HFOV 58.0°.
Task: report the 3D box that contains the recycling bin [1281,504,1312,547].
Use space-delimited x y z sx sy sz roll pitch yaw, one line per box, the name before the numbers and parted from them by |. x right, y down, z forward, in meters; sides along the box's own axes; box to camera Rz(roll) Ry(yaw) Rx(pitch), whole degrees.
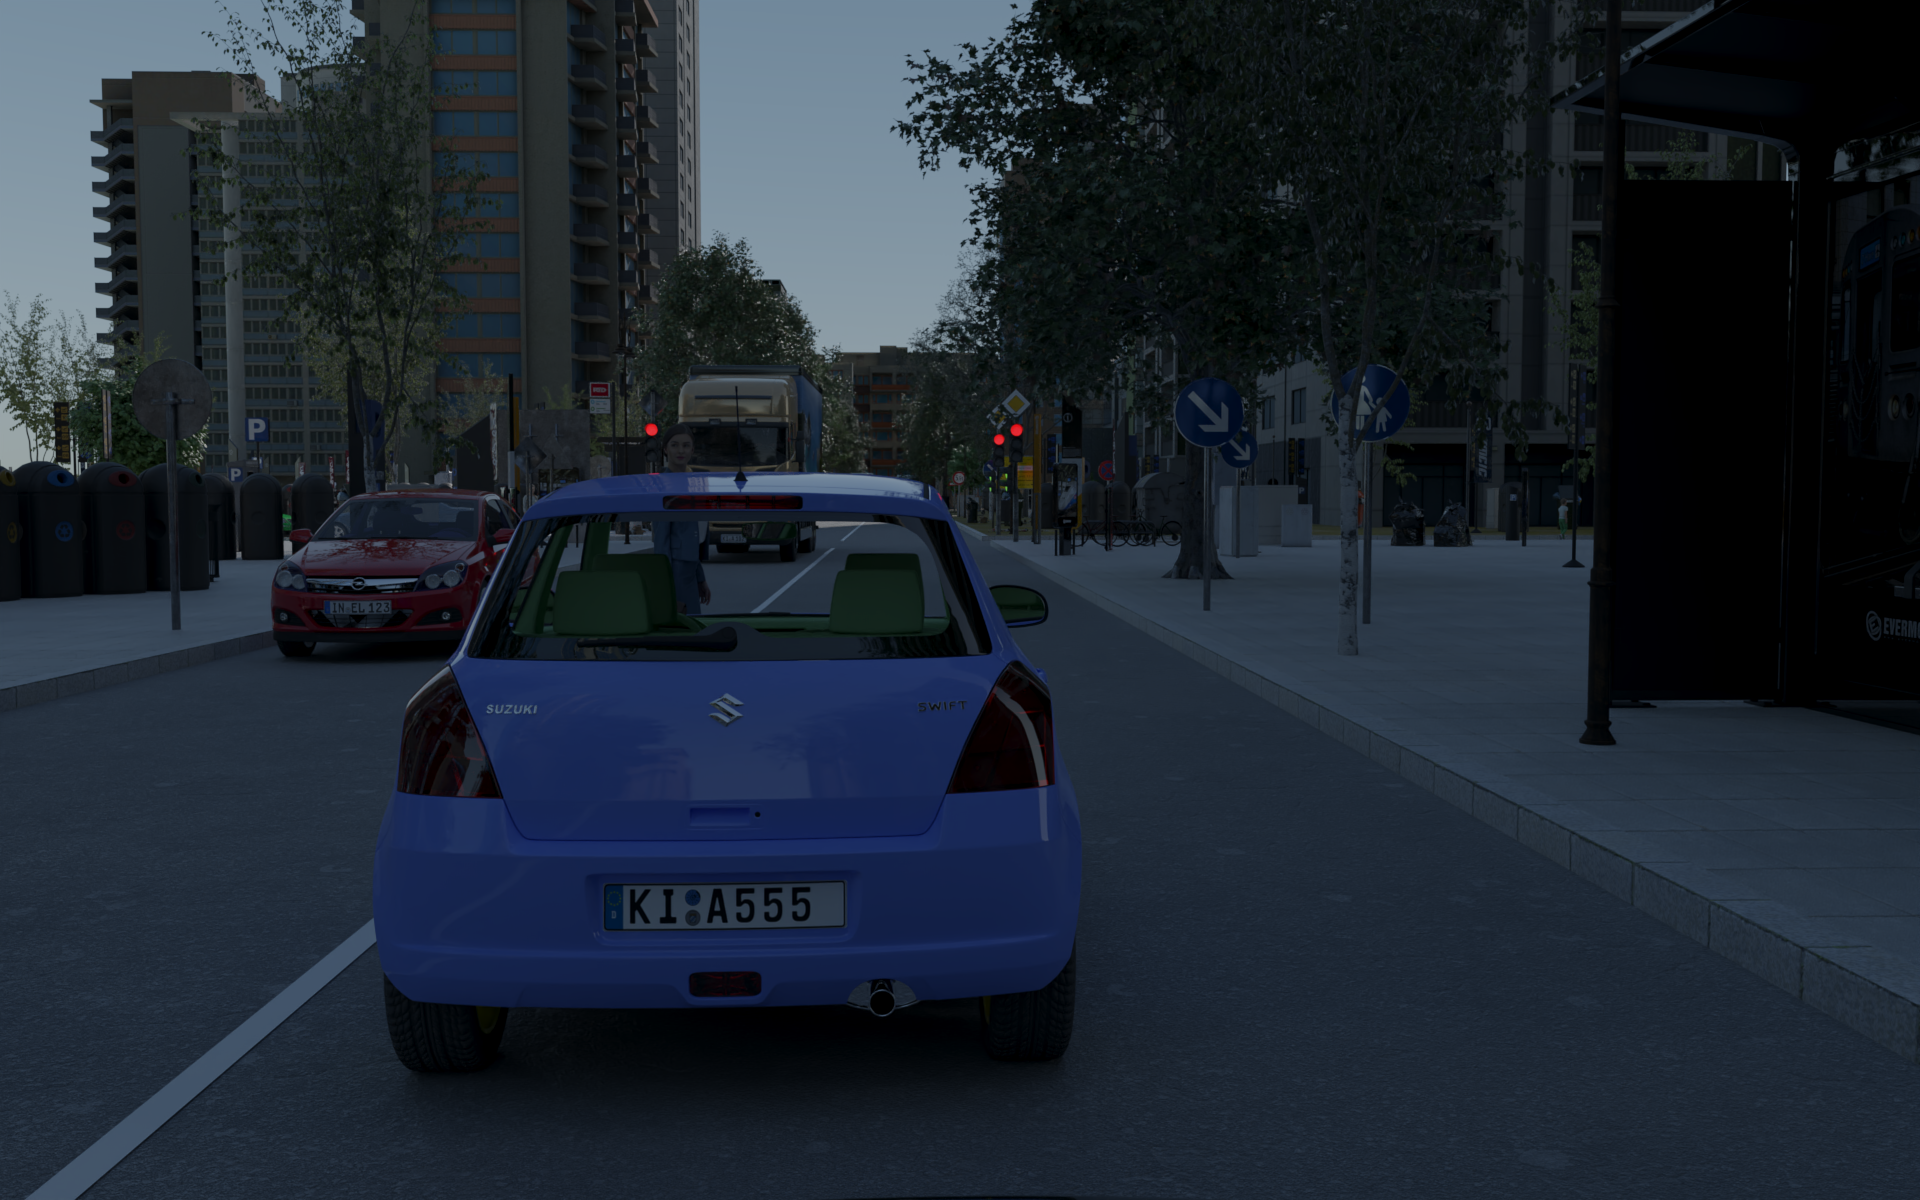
recycling bin | 8.185 -1.806 42.082 0.722 1.027 0.722 1 4 11

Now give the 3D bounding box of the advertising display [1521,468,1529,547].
advertising display | 13.920 -2.291 42.669 0.123 1.923 0.974 1 4 20

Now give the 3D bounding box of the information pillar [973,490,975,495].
information pillar | 1.003 -8.374 128.276 0.183 3.616 0.504 2 4 28

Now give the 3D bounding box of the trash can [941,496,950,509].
trash can | -1.055 -6.820 123.161 0.748 1.137 0.748 0 3 0

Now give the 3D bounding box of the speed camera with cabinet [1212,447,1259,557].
speed camera with cabinet | 5.707 -2.568 36.323 0.660 3.252 2.038 0 4 -8

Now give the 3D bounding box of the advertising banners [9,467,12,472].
advertising banners | -61.274 -7.038 111.263 2.074 3.025 0.090 3 5 40

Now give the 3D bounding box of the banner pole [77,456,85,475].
banner pole | -57.929 -7.596 114.217 0.401 3.779 0.863 1 4 15

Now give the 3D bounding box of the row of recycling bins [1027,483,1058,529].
row of recycling bins | 4.371 -3.432 63.230 3.534 1.692 1.069 2 4 29

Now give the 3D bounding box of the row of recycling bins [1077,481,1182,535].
row of recycling bins | 5.470 -2.943 55.231 3.534 1.692 1.069 -1 4 -20

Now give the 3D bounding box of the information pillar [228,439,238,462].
information pillar | -30.877 -5.033 73.649 0.504 3.616 0.183 2 4 25

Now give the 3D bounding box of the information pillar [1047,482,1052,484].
information pillar | 5.538 -6.246 106.618 0.304 2.012 0.304 1 4 20

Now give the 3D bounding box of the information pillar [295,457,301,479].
information pillar | -41.501 -7.175 108.669 0.504 3.616 0.183 2 4 35

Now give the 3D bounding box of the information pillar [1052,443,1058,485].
information pillar | 4.440 -5.440 80.296 0.183 3.616 0.504 -2 4 -27

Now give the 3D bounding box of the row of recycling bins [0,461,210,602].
row of recycling bins | -11.191 -0.907 21.949 1.069 1.692 3.534 2 4 28

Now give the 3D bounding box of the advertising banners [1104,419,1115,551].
advertising banners | 3.449 -2.657 39.631 0.090 3.025 2.074 1 4 10

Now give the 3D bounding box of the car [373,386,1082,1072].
car | -0.635 0.242 5.638 1.945 1.707 3.694 0 4 -4

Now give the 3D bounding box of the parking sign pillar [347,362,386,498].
parking sign pillar | -12.335 -2.910 36.044 1.447 3.967 1.447 0 4 -4

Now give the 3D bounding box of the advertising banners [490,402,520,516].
advertising banners | -8.561 -2.223 32.540 0.090 3.025 2.074 -2 4 -27

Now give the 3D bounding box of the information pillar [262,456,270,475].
information pillar | -42.873 -7.076 107.054 0.504 3.616 0.183 1 4 8

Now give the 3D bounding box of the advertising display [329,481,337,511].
advertising display | -31.873 -5.039 87.605 0.123 1.923 0.974 1 4 20

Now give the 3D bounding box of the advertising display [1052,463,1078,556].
advertising display | 2.200 -1.896 36.205 0.123 1.923 0.974 2 4 29

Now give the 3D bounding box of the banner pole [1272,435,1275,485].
banner pole | 13.335 -5.120 73.732 0.401 3.779 0.863 1 4 9

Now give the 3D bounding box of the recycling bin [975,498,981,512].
recycling bin | 1.113 -7.022 127.363 0.722 1.027 0.722 1 4 13

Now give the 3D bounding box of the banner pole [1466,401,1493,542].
banner pole | 13.945 -3.469 46.733 0.863 3.779 0.401 1 4 11

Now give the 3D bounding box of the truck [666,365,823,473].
truck | -4.712 -3.126 40.026 2.839 4.237 11.283 0 4 -1

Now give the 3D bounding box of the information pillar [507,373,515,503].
information pillar | -8.764 -2.598 33.831 0.183 3.616 0.504 -1 4 -19

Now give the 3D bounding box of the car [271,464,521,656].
car | -5.200 -0.467 16.679 2.155 1.783 4.494 0 4 -4

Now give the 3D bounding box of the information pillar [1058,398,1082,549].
information pillar | 2.597 -3.002 40.435 0.504 3.616 0.183 0 4 7

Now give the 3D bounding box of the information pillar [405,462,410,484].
information pillar | -40.877 -8.364 128.104 0.504 3.616 0.183 3 5 40

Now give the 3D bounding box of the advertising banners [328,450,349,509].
advertising banners | -24.415 -4.401 68.143 0.090 3.025 2.074 1 4 10

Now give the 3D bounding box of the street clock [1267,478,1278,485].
street clock | 14.160 -4.521 78.493 0.471 2.002 0.358 0 4 -2

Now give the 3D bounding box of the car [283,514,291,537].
car | -21.402 -2.498 49.643 4.718 1.807 1.959 0 4 -4

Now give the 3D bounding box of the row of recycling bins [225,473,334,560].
row of recycling bins | -14.099 -1.639 33.918 3.534 1.692 1.069 -1 4 -12

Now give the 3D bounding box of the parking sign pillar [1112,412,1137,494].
parking sign pillar | 5.450 -4.224 57.529 1.447 3.967 1.447 -1 4 -13

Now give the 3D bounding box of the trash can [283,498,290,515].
trash can | -24.695 -3.133 62.870 0.748 1.137 0.748 0 3 0

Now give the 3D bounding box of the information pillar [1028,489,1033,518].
information pillar | 3.847 -5.379 92.443 0.304 2.012 0.304 -3 5 -41

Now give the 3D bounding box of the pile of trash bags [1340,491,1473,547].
pile of trash bags | 11.153 -2.056 43.375 3.447 1.369 1.912 3 4 36

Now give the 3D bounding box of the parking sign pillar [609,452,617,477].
parking sign pillar | -20.418 -6.949 102.093 1.447 3.967 1.447 -3 5 -41

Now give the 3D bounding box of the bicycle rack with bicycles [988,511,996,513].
bicycle rack with bicycles | 3.216 -6.260 115.734 2.852 0.926 2.925 1 4 22

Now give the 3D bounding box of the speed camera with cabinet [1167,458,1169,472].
speed camera with cabinet | 11.340 -6.174 95.286 0.660 3.252 2.038 2 4 31

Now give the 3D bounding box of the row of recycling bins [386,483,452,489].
row of recycling bins | -19.857 -3.429 63.180 3.534 1.692 1.069 1 4 22

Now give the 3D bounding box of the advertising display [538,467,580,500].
advertising display | -9.556 -2.206 41.283 0.974 1.923 0.123 -2 4 -26

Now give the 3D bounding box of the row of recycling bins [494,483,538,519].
row of recycling bins | -15.551 -3.278 60.716 3.534 1.692 1.069 1 4 13

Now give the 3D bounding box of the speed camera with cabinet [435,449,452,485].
speed camera with cabinet | -21.271 -4.765 72.240 0.660 3.252 2.038 0 4 5

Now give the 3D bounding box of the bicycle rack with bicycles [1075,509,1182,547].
bicycle rack with bicycles | 4.083 -1.806 42.910 2.925 0.926 2.852 0 4 6

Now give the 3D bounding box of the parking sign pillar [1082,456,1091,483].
parking sign pillar | 7.110 -6.836 100.244 1.447 3.967 1.447 2 4 28

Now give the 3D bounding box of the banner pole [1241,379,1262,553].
banner pole | 6.305 -2.932 37.955 0.401 3.779 0.863 -1 4 -21

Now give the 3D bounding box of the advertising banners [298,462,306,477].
advertising banners | -36.634 -6.043 94.983 2.074 3.025 0.090 2 4 25

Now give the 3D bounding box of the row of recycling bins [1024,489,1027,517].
row of recycling bins | 4.310 -5.463 96.431 1.069 1.692 3.534 -1 4 -22

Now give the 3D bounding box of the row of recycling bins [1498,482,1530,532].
row of recycling bins | 18.995 -3.203 59.481 1.069 1.692 3.534 1 4 17

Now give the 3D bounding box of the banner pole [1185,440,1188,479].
banner pole | 9.471 -4.967 71.228 0.401 3.779 0.863 -3 4 -37

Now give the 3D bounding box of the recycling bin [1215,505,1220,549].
recycling bin | 6.256 -1.728 40.802 0.722 1.027 0.722 2 4 33

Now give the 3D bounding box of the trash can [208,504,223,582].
trash can | -11.145 -0.833 25.269 0.748 1.137 0.748 0 3 0
